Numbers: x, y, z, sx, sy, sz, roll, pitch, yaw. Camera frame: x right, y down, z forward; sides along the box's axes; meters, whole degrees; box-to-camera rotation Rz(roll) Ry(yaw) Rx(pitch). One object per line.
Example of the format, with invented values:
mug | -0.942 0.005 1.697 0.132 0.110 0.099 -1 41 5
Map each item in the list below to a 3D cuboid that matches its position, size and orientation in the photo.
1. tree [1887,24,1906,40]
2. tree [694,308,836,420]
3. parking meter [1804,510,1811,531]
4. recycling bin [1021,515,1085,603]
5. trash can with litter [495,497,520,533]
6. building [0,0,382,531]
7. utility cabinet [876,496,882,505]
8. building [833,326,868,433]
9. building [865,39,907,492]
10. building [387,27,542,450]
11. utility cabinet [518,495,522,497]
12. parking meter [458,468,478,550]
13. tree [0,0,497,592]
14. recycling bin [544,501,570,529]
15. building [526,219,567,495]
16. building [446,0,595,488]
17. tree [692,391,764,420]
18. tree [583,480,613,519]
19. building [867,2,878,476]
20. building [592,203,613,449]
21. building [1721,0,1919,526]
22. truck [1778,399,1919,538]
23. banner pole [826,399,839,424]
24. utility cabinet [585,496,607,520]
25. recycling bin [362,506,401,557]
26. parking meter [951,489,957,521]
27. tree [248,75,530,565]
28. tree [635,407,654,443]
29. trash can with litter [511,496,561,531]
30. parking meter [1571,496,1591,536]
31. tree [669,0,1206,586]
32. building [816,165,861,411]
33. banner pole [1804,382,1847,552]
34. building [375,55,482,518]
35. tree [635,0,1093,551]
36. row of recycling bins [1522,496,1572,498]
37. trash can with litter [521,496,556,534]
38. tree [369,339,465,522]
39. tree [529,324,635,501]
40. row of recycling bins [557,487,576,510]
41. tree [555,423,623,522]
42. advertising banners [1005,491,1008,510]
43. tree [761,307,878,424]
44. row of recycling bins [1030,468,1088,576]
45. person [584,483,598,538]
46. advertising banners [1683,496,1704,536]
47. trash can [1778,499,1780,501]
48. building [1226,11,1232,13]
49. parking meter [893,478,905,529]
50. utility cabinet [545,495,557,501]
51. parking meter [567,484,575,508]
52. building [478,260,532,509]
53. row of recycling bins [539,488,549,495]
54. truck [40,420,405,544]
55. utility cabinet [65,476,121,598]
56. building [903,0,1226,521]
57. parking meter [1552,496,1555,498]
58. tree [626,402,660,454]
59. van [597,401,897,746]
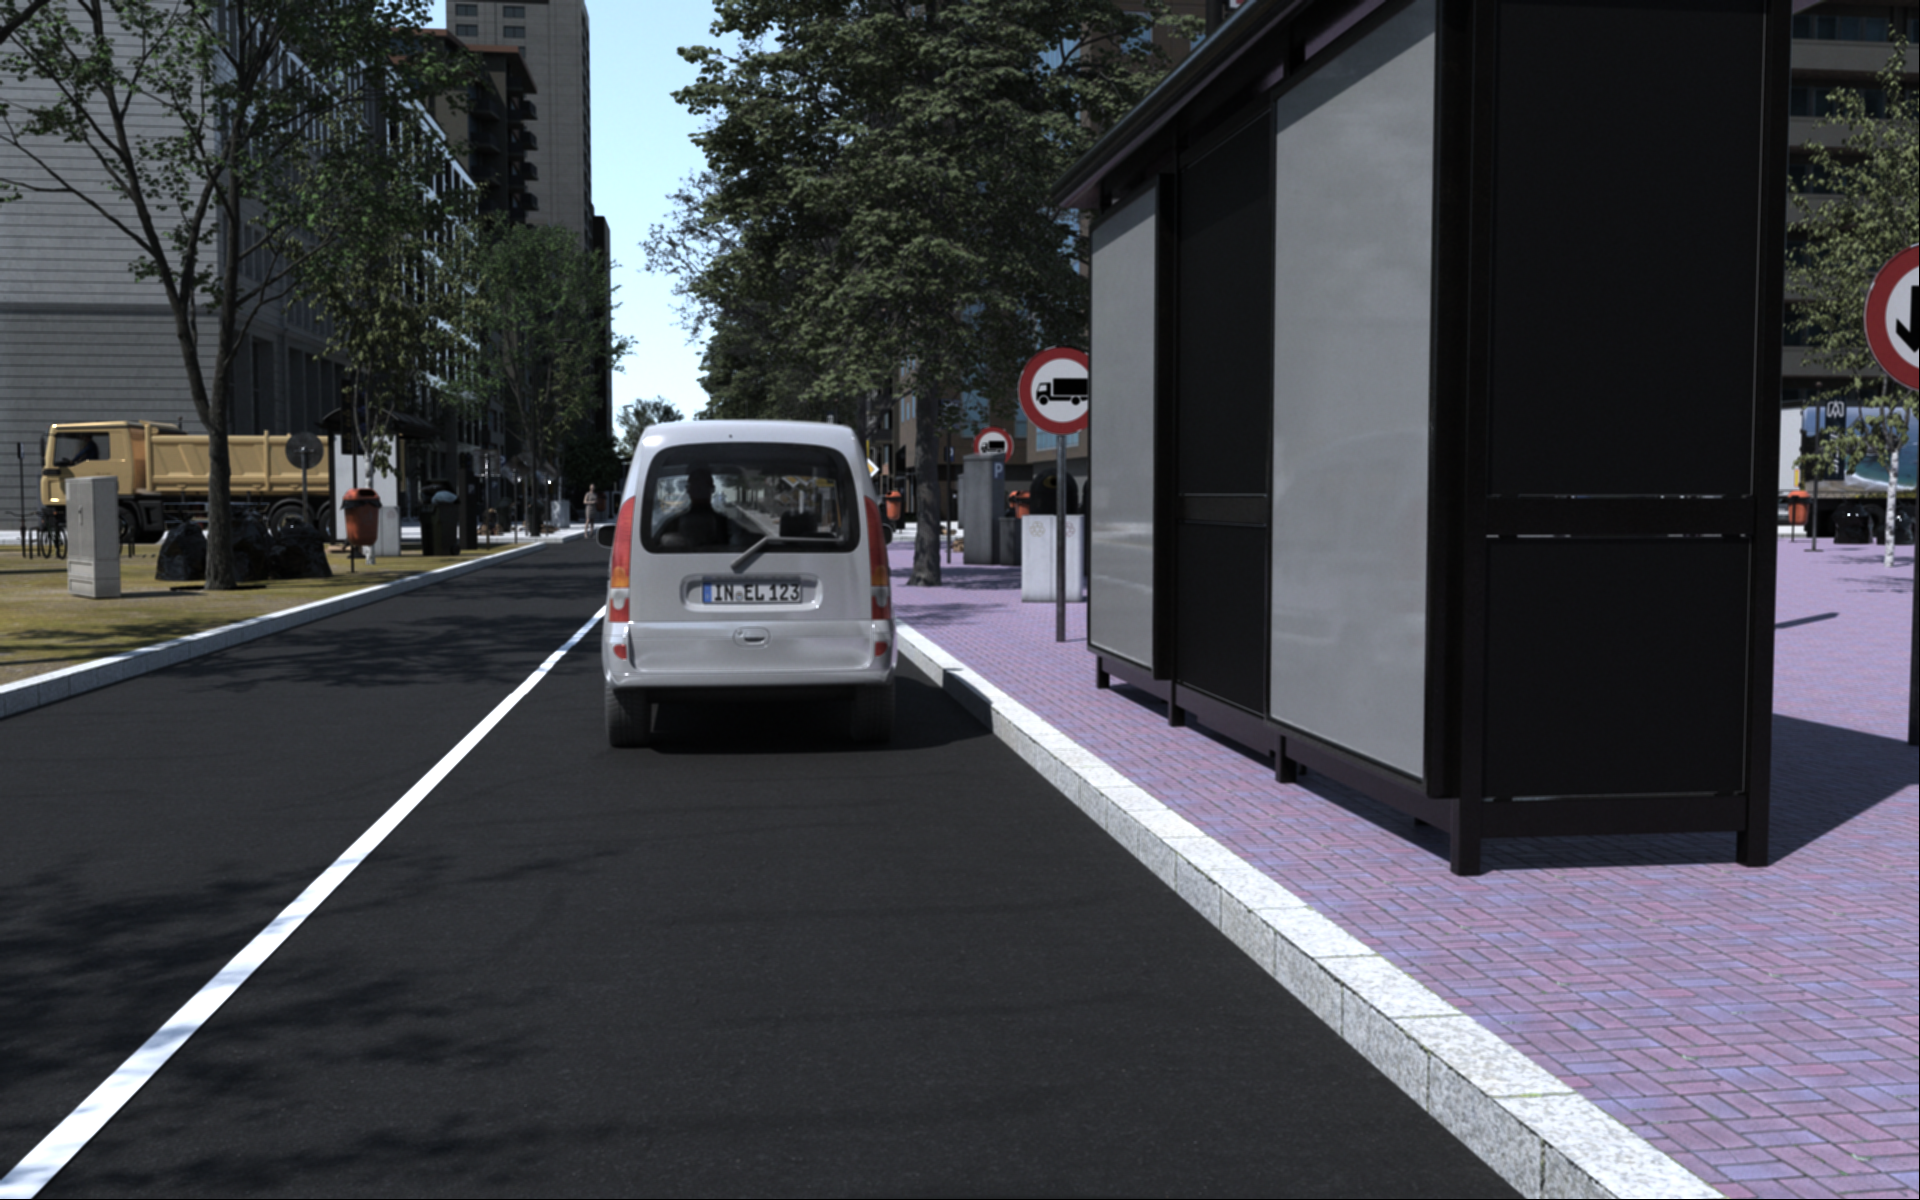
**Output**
tree | 12.416 -4.340 21.318 4.737 8.622 4.395 0 3 0
tree | -12.216 -12.373 108.955 9.857 13.997 8.962 0 3 0
parking meter | 29.231 -3.126 59.516 0.372 1.533 0.369 0 3 0
recycling bin | 1.122 -0.504 20.795 0.722 1.027 0.722 0 4 6
trash can with litter | -15.156 -2.813 57.383 0.624 1.170 1.055 0 4 7
building | -33.490 -18.164 74.470 11.434 29.767 29.804 0 4 -8
utility cabinet | -3.268 -3.077 61.476 1.020 1.237 0.306 0 4 1
building | -10.238 -28.102 231.175 14.160 30.474 14.107 0 4 -8
building | 2.574 -30.858 159.155 22.147 44.769 28.867 0 4 -8
building | -52.314 -31.276 165.979 22.147 44.769 28.867 0 4 -8
utility cabinet | -29.943 -6.568 118.548 0.306 1.237 1.020 0 4 6
parking meter | -11.297 -2.083 39.771 0.255 1.863 0.399 2 4 29
tree | -9.991 -5.932 22.750 9.928 11.665 9.643 0 3 0
recycling bin | -15.062 -3.189 64.700 0.722 1.027 0.722 1 4 18
building | -65.500 -32.778 227.794 32.217 40.220 23.993 0 4 -8
building | -61.596 -49.661 250.216 20.563 71.187 20.611 0 4 -8
tree | -34.799 -25.124 266.667 12.611 20.169 13.585 0 3 0
tree | -18.407 -5.690 87.635 1.663 3.219 1.824 0 3 0
building | -0.907 -45.538 182.796 20.563 71.187 20.611 0 4 -8
building | -61.629 -37.881 269.472 14.600 45.320 14.200 0 4 -8
building | 39.872 -27.872 79.409 21.600 48.544 21.300 0 4 -8
truck | 30.257 -3.921 53.017 11.283 4.237 2.839 0 4 -7
banner pole | -3.348 -3.407 45.721 0.401 3.779 0.863 -2 4 -29
utility cabinet | -18.038 -4.568 85.850 1.020 1.237 0.306 0 4 1
recycling bin | -11.900 -1.409 35.596 0.722 1.027 0.722 -1 4 -22
parking meter | -0.303 -4.458 81.300 0.372 1.533 0.369 0 3 0
tree | -10.514 -4.955 31.371 4.737 8.622 4.395 0 3 0
tree | -27.244 -11.921 145.268 4.737 8.622 4.395 0 3 0
trash can with litter | -14.913 -3.018 60.394 2.233 1.210 1.678 0 4 -7
parking meter | 9.836 -1.157 27.331 0.372 1.533 0.369 0 3 0
tree | -0.385 -6.503 24.451 7.486 12.596 7.792 0 3 0
building | -9.607 -38.271 249.431 21.300 48.544 21.600 0 4 -8
banner pole | 19.384 -2.979 38.730 0.863 3.779 0.401 0 4 2
building | -41.542 -18.420 105.682 19.350 26.468 34.151 0 4 -8
tree | -2.124 -7.872 39.085 12.009 13.543 11.850 0 3 0
row of recycling bins | 27.078 -4.426 79.482 3.534 1.692 1.069 -2 4 -26
trash can with litter | -13.612 -2.755 56.436 1.055 1.170 0.624 2 4 29
tree | -24.813 -7.840 78.549 4.360 8.622 3.978 0 3 0
tree | -17.024 -7.484 72.732 4.737 8.622 4.395 0 3 0
row of recycling bins | -24.105 -6.136 107.439 1.069 1.692 3.534 -2 4 -30
tree | -16.973 -5.864 79.592 4.285 4.588 4.351 0 3 0
advertising banners | 1.480 -4.295 66.418 0.090 3.025 2.074 1 4 21
tree | -5.034 -6.713 60.125 4.360 8.622 3.978 0 3 0
row of recycling bins | 2.655 -1.221 27.071 3.534 1.692 1.069 2 4 33
person | -12.003 -2.909 56.401 0.374 1.781 0.599 3 5 44
advertising banners | 16.035 -2.536 37.644 0.090 3.025 2.074 3 4 38
trash can | 22.298 -2.223 47.999 0.748 1.137 0.748 0 3 0
building | 10.964 -25.807 72.049 14.200 45.320 14.600 0 4 -8
parking meter | -2.222 -3.524 63.337 0.255 1.863 0.399 3 5 41
utility cabinet | -26.510 -6.196 112.473 0.306 1.237 1.020 2 4 35
parking meter | -23.346 -6.007 103.922 0.255 1.863 0.399 2 4 28
building | -49.796 -17.914 137.933 27.650 21.520 28.899 0 4 -8
row of recycling bins | -28.700 -6.892 119.794 1.069 1.692 3.534 -1 4 -10
truck | -20.263 -3.114 46.843 9.791 3.379 3.469 0 4 -8
utility cabinet | -10.794 -0.786 21.524 0.318 1.500 1.173 -3 5 -41
building | 4.443 -26.860 89.272 14.600 45.320 14.200 0 4 -8
parking meter | 26.605 -4.211 77.257 0.372 1.533 0.369 0 3 0
tree | -24.827 -11.465 137.807 4.360 8.622 3.978 0 3 0
van | -1.386 -0.262 11.300 2.013 2.044 4.112 0 4 -8
